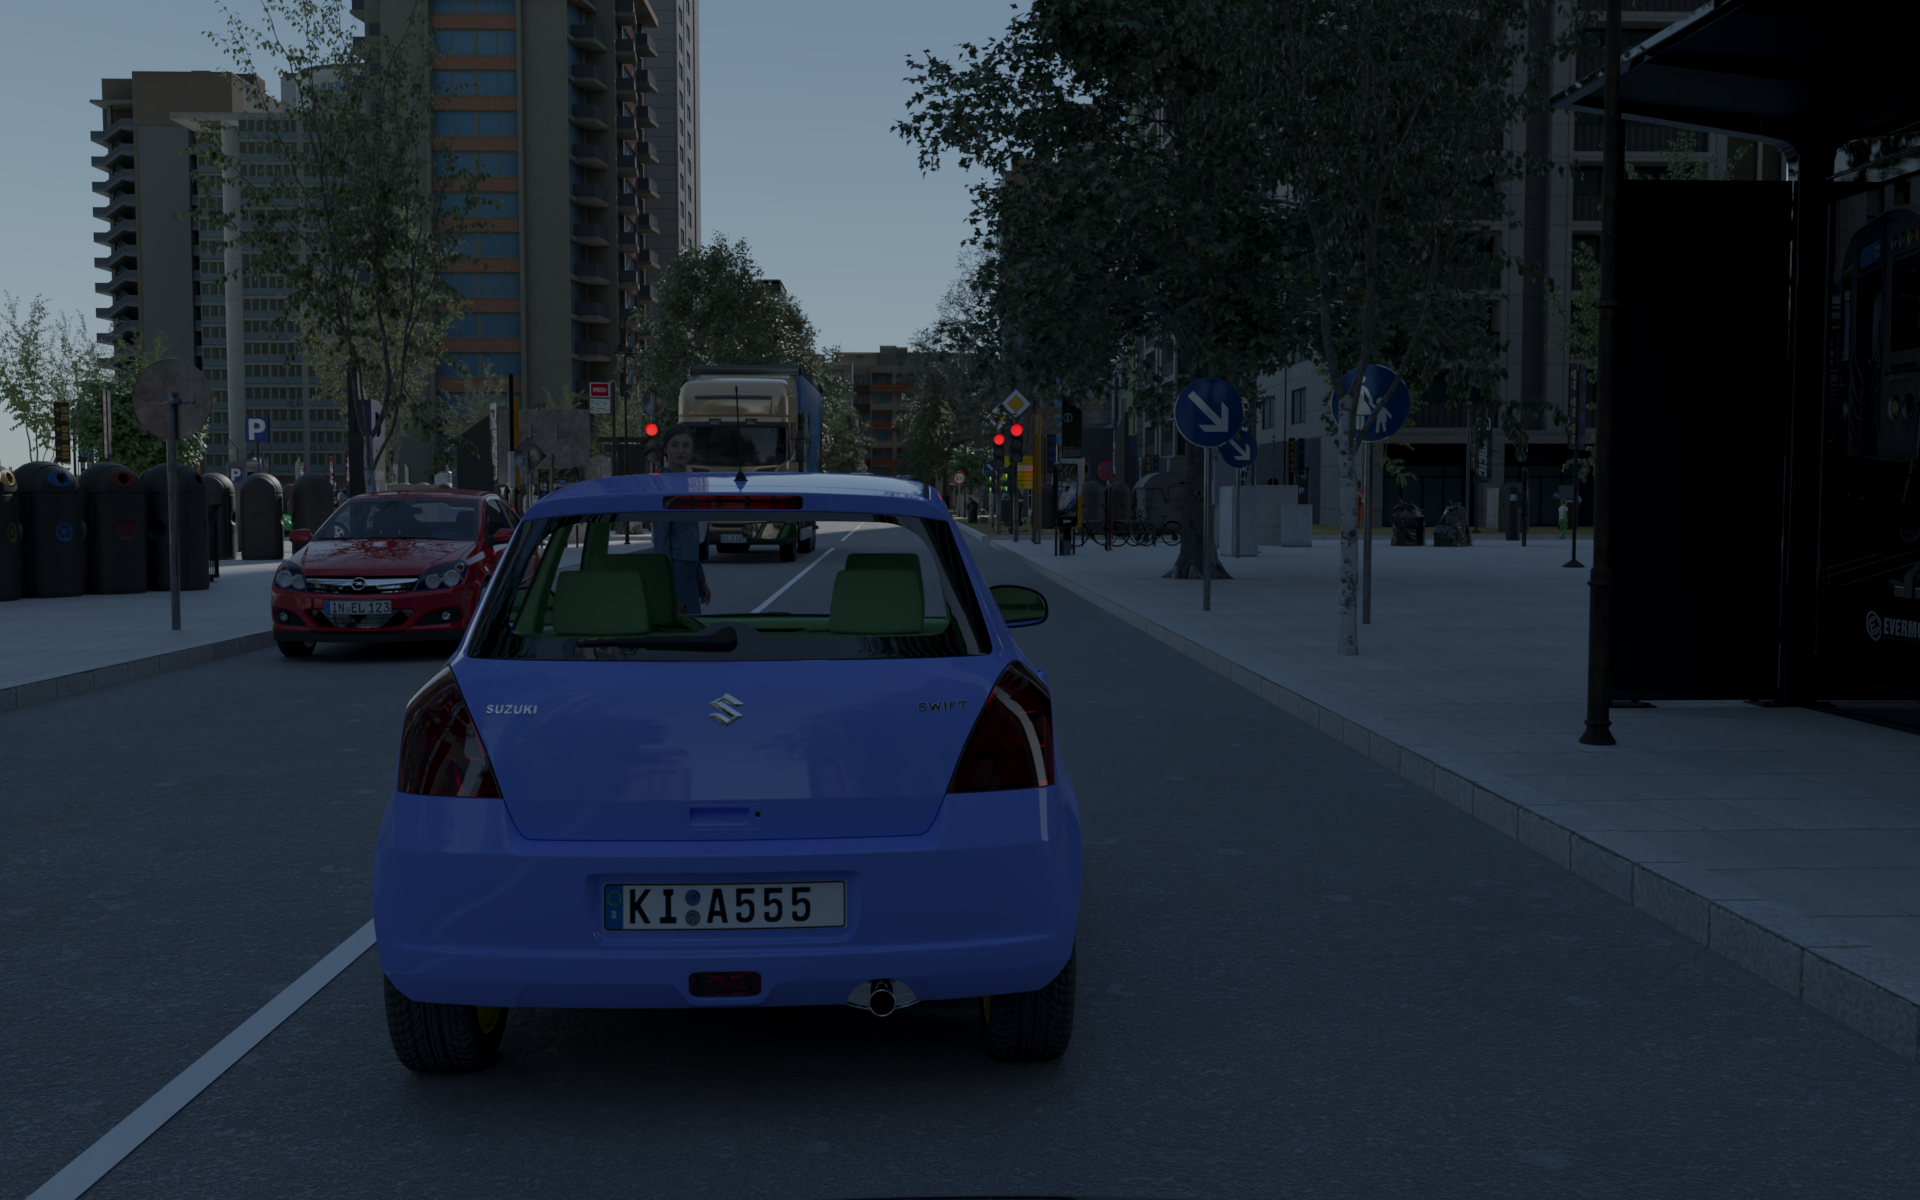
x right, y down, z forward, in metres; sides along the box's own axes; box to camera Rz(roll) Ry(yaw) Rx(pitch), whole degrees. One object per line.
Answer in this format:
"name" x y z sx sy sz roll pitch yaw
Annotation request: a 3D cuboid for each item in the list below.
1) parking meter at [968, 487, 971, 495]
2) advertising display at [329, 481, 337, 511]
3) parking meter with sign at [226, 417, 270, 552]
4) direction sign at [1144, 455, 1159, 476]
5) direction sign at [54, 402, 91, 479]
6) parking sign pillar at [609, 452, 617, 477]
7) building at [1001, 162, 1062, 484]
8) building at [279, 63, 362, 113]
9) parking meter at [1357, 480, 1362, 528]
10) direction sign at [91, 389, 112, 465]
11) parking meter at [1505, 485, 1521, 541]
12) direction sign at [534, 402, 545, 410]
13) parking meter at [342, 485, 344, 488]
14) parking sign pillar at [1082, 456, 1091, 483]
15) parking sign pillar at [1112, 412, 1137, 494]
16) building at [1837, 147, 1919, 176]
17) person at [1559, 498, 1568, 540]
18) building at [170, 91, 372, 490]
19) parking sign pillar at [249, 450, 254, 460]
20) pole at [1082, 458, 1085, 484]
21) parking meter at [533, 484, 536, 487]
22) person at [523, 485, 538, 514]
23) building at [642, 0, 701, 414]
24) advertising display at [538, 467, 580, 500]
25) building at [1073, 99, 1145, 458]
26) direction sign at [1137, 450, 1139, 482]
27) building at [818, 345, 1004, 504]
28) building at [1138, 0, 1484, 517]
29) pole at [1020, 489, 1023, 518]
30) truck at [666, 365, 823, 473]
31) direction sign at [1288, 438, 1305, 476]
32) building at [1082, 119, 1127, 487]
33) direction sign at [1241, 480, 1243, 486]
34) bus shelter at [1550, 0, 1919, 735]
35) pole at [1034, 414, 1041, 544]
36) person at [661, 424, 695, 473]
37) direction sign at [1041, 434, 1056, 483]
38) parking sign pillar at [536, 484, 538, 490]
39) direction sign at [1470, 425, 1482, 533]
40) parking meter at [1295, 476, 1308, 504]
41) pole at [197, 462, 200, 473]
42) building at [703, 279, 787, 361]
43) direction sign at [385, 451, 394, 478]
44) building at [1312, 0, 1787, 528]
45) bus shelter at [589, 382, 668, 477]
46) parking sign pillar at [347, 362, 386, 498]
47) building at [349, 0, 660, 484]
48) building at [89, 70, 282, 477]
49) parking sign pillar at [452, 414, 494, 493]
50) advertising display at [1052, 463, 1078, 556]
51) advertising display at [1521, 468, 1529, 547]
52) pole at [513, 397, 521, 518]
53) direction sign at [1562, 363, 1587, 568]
"parking meter" 0.654 -6.135 106.010 0.255 1.863 0.399 0 4 -7
"advertising display" -31.873 -5.039 87.605 0.123 1.923 0.974 1 4 20
"parking meter with sign" -16.025 -2.592 38.640 0.543 3.016 1.738 0 4 3
"direction sign" 11.041 -6.589 99.733 0.876 3.537 0.379 2 4 24
"direction sign" -21.816 -3.101 42.705 0.876 3.537 0.379 -1 4 -9
"parking sign pillar" -20.418 -6.949 102.093 1.447 3.967 1.447 -3 5 -41
"building" 12.701 -35.689 233.617 14.200 45.320 14.600 0 4 -2
"building" -75.660 -42.366 234.689 28.212 58.520 21.231 0 4 -2
"parking meter" 14.761 -3.605 64.657 0.399 1.863 0.255 3 4 37
"direction sign" -18.604 -2.803 37.823 0.379 3.537 0.876 -1 4 -16
"parking meter" 15.217 -2.400 47.650 0.372 1.533 0.369 0 3 0
"direction sign" -10.425 -3.122 43.037 0.379 3.537 0.876 -2 4 -29
"parking meter" -36.347 -5.919 102.480 0.399 1.863 0.255 0 4 3
"parking sign pillar" 7.110 -6.836 100.244 1.447 3.967 1.447 2 4 28
"parking sign pillar" 5.450 -4.224 57.529 1.447 3.967 1.447 -1 4 -13
"building" 57.624 -32.843 78.984 28.212 58.520 21.231 0 4 -2
"person" 18.379 -2.450 52.803 0.306 1.304 0.590 3 4 38
"building" -60.166 -29.433 173.110 23.993 40.220 32.217 0 4 -2
"parking sign pillar" -42.732 -7.072 104.093 1.447 3.967 1.447 -1 4 -11
"pole" 6.844 -6.288 96.659 0.158 3.312 0.155 0 3 0
"parking meter" -19.701 -4.525 79.703 0.399 1.863 0.255 3 5 40
"person" -12.138 -2.421 49.085 0.512 1.701 0.522 -3 4 -37
"building" -38.100 -45.316 179.160 20.611 71.187 20.563 0 4 -2
"advertising display" -9.556 -2.206 41.283 0.974 1.923 0.123 -2 4 -26
"building" 18.343 -30.663 184.937 14.154 41.232 14.086 0 4 -2
"direction sign" 9.192 -5.993 89.990 0.379 3.537 0.876 0 4 0
"building" -9.111 -24.236 241.301 28.899 21.520 27.650 0 4 -2
"building" 22.151 -41.616 118.678 20.563 71.187 20.611 0 4 -2
"pole" 3.358 -6.103 93.620 0.158 3.312 0.155 0 3 0
"truck" -4.712 -3.126 40.026 2.839 4.237 11.283 0 4 -1
"direction sign" 13.560 -4.764 69.882 0.876 3.537 0.379 -2 4 -33
"building" 23.001 -51.898 161.206 22.319 86.520 31.000 0 4 -2
"direction sign" 6.435 -2.907 39.525 0.379 3.537 0.876 1 4 14
"bus shelter" 4.474 -0.983 7.357 1.731 3.624 6.357 0 4 -2
"pole" 1.977 -3.080 44.194 0.158 3.312 0.155 0 3 0
"person" -1.628 -0.074 9.742 0.654 1.822 0.581 2 4 28
"direction sign" 3.202 -4.497 65.518 0.876 3.537 0.379 1 4 15
"parking sign pillar" -26.144 -7.216 106.453 1.447 3.967 1.447 -3 5 -45
"direction sign" 16.968 -3.965 56.831 0.876 3.537 0.379 -3 5 -45
"parking meter" 11.137 -3.107 56.511 0.399 1.863 0.255 0 4 4
"pole" -47.584 -7.002 108.333 0.158 3.312 0.155 0 3 0
"building" -30.384 -28.208 232.908 14.107 30.474 14.160 0 4 -2
"direction sign" -29.873 -6.025 90.498 0.876 3.537 0.379 -1 4 -14
"building" 25.329 -38.931 74.771 20.611 71.187 20.563 0 4 -2
"bus shelter" -12.268 -5.328 64.743 2.179 5.291 8.768 0 4 -2
"parking sign pillar" -12.335 -2.910 36.044 1.447 3.967 1.447 0 4 -4
"building" -36.759 -29.815 142.093 22.147 44.769 28.867 0 4 -2
"building" -79.981 -32.467 180.947 14.200 45.320 14.600 0 4 -2
"parking sign pillar" -15.993 -4.184 56.874 1.447 3.967 1.447 -3 5 -41
"advertising display" 2.200 -1.896 36.205 0.123 1.923 0.974 2 4 29
"advertising display" 13.920 -2.291 42.669 0.123 1.923 0.974 1 4 20
"pole" -9.355 -2.608 36.486 0.158 3.312 0.155 0 3 0
"direction sign" 10.748 -2.338 30.229 0.379 3.537 0.876 3 4 37
